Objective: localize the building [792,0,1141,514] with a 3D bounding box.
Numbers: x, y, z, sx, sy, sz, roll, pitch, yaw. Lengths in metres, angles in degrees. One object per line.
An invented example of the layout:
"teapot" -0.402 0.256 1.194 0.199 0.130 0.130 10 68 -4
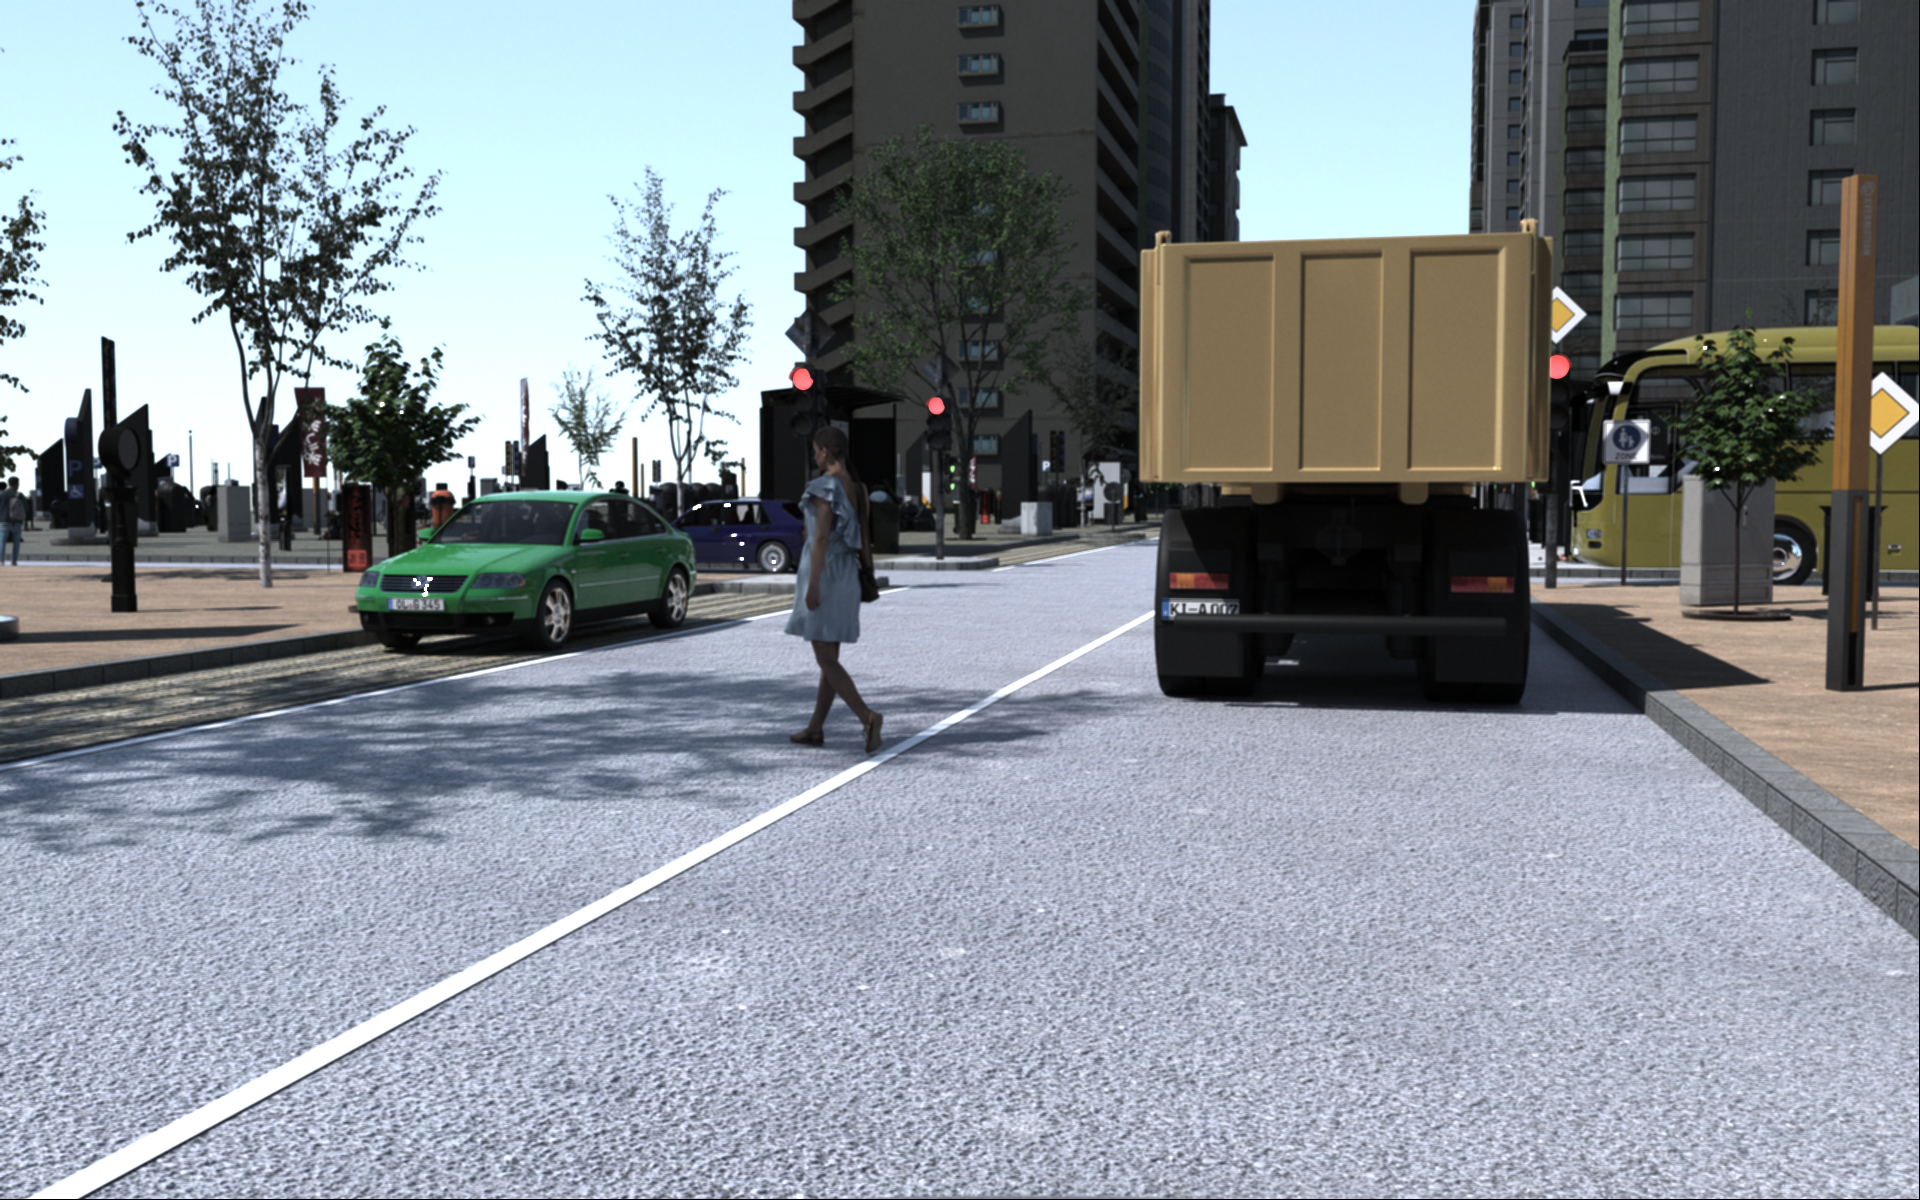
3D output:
"building" 0.581 -30.430 121.226 21.300 48.544 21.600 1 4 14

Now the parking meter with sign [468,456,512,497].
"parking meter with sign" -21.613 -5.088 79.449 1.738 3.016 0.543 1 4 10

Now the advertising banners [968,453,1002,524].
"advertising banners" 1.106 -4.752 73.878 2.074 3.025 0.090 3 5 40

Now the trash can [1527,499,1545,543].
"trash can" 15.229 -2.064 45.399 0.748 1.137 0.748 0 3 0

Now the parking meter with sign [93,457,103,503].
"parking meter with sign" -40.713 -5.199 81.272 0.543 3.016 1.738 -1 4 -14

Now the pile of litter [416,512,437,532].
"pile of litter" -18.133 -2.779 59.398 1.176 0.858 1.719 2 4 24

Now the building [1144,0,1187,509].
"building" 8.890 -37.853 160.893 21.231 58.520 28.212 1 4 14

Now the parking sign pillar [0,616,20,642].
"parking sign pillar" -9.010 -1.620 14.963 1.447 3.967 1.447 -2 4 -25

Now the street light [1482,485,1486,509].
"street light" 14.099 -4.505 46.449 0.468 5.910 1.993 1 4 14

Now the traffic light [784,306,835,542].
"traffic light" -2.245 -2.264 25.930 0.839 4.253 0.868 1 4 14

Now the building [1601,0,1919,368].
"building" 37.123 -24.245 79.997 14.154 41.232 14.086 1 4 14

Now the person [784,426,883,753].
"person" -0.666 -0.070 9.737 0.778 1.811 0.616 3 5 43

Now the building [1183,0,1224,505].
"building" 21.690 -47.216 210.230 20.563 71.187 20.611 1 4 14

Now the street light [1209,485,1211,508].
"street light" 15.703 -8.320 108.827 0.468 5.910 1.993 1 4 14

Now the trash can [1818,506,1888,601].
"trash can" 10.738 -0.563 20.858 0.748 1.137 0.748 0 3 0

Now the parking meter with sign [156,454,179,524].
"parking meter with sign" -34.575 -4.838 75.370 0.543 3.016 1.738 0 4 -2

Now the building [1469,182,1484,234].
"building" 73.711 -33.256 227.337 14.154 41.232 14.086 1 4 14

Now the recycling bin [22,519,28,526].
"recycling bin" -37.588 -3.448 68.926 0.722 1.027 0.722 -1 4 -12

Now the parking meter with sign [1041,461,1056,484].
"parking meter with sign" 4.866 -5.810 91.262 0.543 3.016 1.738 2 4 24

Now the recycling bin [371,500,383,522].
"recycling bin" -27.274 -4.146 80.337 0.722 1.027 0.722 3 5 43

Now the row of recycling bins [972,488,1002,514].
"row of recycling bins" 2.126 -6.273 109.668 3.534 1.692 1.069 2 4 30

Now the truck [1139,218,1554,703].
"truck" 3.473 -1.206 15.644 3.469 3.379 9.791 1 4 13

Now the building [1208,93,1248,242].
"building" 23.487 -39.500 235.055 28.713 52.752 27.495 1 4 14

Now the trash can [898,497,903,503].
"trash can" -2.709 -4.155 79.586 0.748 1.137 0.748 0 3 0

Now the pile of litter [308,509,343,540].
"pile of litter" -17.383 -2.111 48.479 1.719 0.858 1.176 2 4 25

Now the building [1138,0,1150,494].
"building" 7.256 -27.878 139.407 14.154 41.232 14.086 1 4 14

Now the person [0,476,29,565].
"person" -18.636 -1.540 34.021 0.623 1.781 0.721 -2 4 -31

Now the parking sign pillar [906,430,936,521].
"parking sign pillar" -1.731 -5.209 73.636 1.447 3.967 1.447 -3 5 -41

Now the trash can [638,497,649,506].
"trash can" -13.169 -3.699 72.140 0.748 1.137 0.748 0 3 0

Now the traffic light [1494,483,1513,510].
"traffic light" 9.900 -2.588 31.240 0.839 4.253 0.868 1 4 14

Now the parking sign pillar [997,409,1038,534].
"parking sign pillar" 1.924 -4.118 55.797 1.447 3.967 1.447 -3 5 -41

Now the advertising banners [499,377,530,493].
"advertising banners" -6.902 -1.874 26.833 0.090 3.025 2.074 -2 4 -26

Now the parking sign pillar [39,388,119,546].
"parking sign pillar" -22.138 -3.370 43.572 1.447 3.967 1.447 -1 4 -17

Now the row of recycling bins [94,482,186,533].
"row of recycling bins" -27.460 -3.061 57.158 3.534 1.692 1.069 -3 4 -36

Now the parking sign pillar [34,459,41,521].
"parking sign pillar" -43.295 -5.745 82.402 1.447 3.967 1.447 1 4 21

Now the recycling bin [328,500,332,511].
"recycling bin" -26.229 -3.668 72.521 0.722 1.027 0.722 0 4 7

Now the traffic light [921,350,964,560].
"traffic light" -0.372 -2.738 33.693 0.839 4.253 0.868 1 4 14

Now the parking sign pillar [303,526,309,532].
"parking sign pillar" -22.856 -4.288 58.585 1.447 3.967 1.447 1 4 14

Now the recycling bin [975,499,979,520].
"recycling bin" 0.475 -4.529 86.607 0.722 1.027 0.722 -2 4 -27

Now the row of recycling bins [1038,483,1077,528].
"row of recycling bins" 3.760 -3.641 66.648 1.069 1.692 3.534 1 4 19

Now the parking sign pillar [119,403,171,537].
"parking sign pillar" -24.801 -3.872 51.785 1.447 3.967 1.447 0 4 4

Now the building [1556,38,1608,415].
"building" 45.913 -20.844 112.498 14.160 30.474 14.107 1 4 14

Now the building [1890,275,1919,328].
"building" 40.065 -44.378 38.248 31.000 86.520 22.319 1 4 14

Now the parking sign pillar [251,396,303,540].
"parking sign pillar" -19.431 -3.671 48.494 1.447 3.967 1.447 -2 4 -33

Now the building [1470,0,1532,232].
"building" 80.423 -49.258 243.612 20.563 71.187 20.611 1 4 14

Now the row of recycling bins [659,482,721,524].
"row of recycling bins" -9.574 -3.321 61.411 1.069 1.692 3.534 2 4 24

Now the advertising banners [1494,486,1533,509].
"advertising banners" 22.602 -4.519 70.078 2.074 3.025 0.090 1 4 20

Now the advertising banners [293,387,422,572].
"advertising banners" -9.832 -1.962 28.271 2.074 3.025 0.090 0 4 4

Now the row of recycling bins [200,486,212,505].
"row of recycling bins" -37.193 -4.854 86.482 1.069 1.692 3.534 -1 4 -14

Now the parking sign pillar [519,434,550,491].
"parking sign pillar" -19.088 -5.460 77.735 1.447 3.967 1.447 1 4 16

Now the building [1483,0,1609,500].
"building" 72.719 -40.544 204.888 21.231 58.520 28.212 1 4 14

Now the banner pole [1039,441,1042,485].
"banner pole" 3.620 -5.658 82.525 0.863 3.779 0.401 2 4 33

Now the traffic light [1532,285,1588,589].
"traffic light" 8.027 -2.114 23.477 0.839 4.253 0.868 1 4 14

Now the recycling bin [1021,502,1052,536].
"recycling bin" 2.383 -2.524 53.824 0.722 1.027 0.722 -3 5 -43

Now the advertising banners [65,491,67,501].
"advertising banners" -51.371 -6.305 99.272 2.074 3.025 0.090 -3 5 -43
